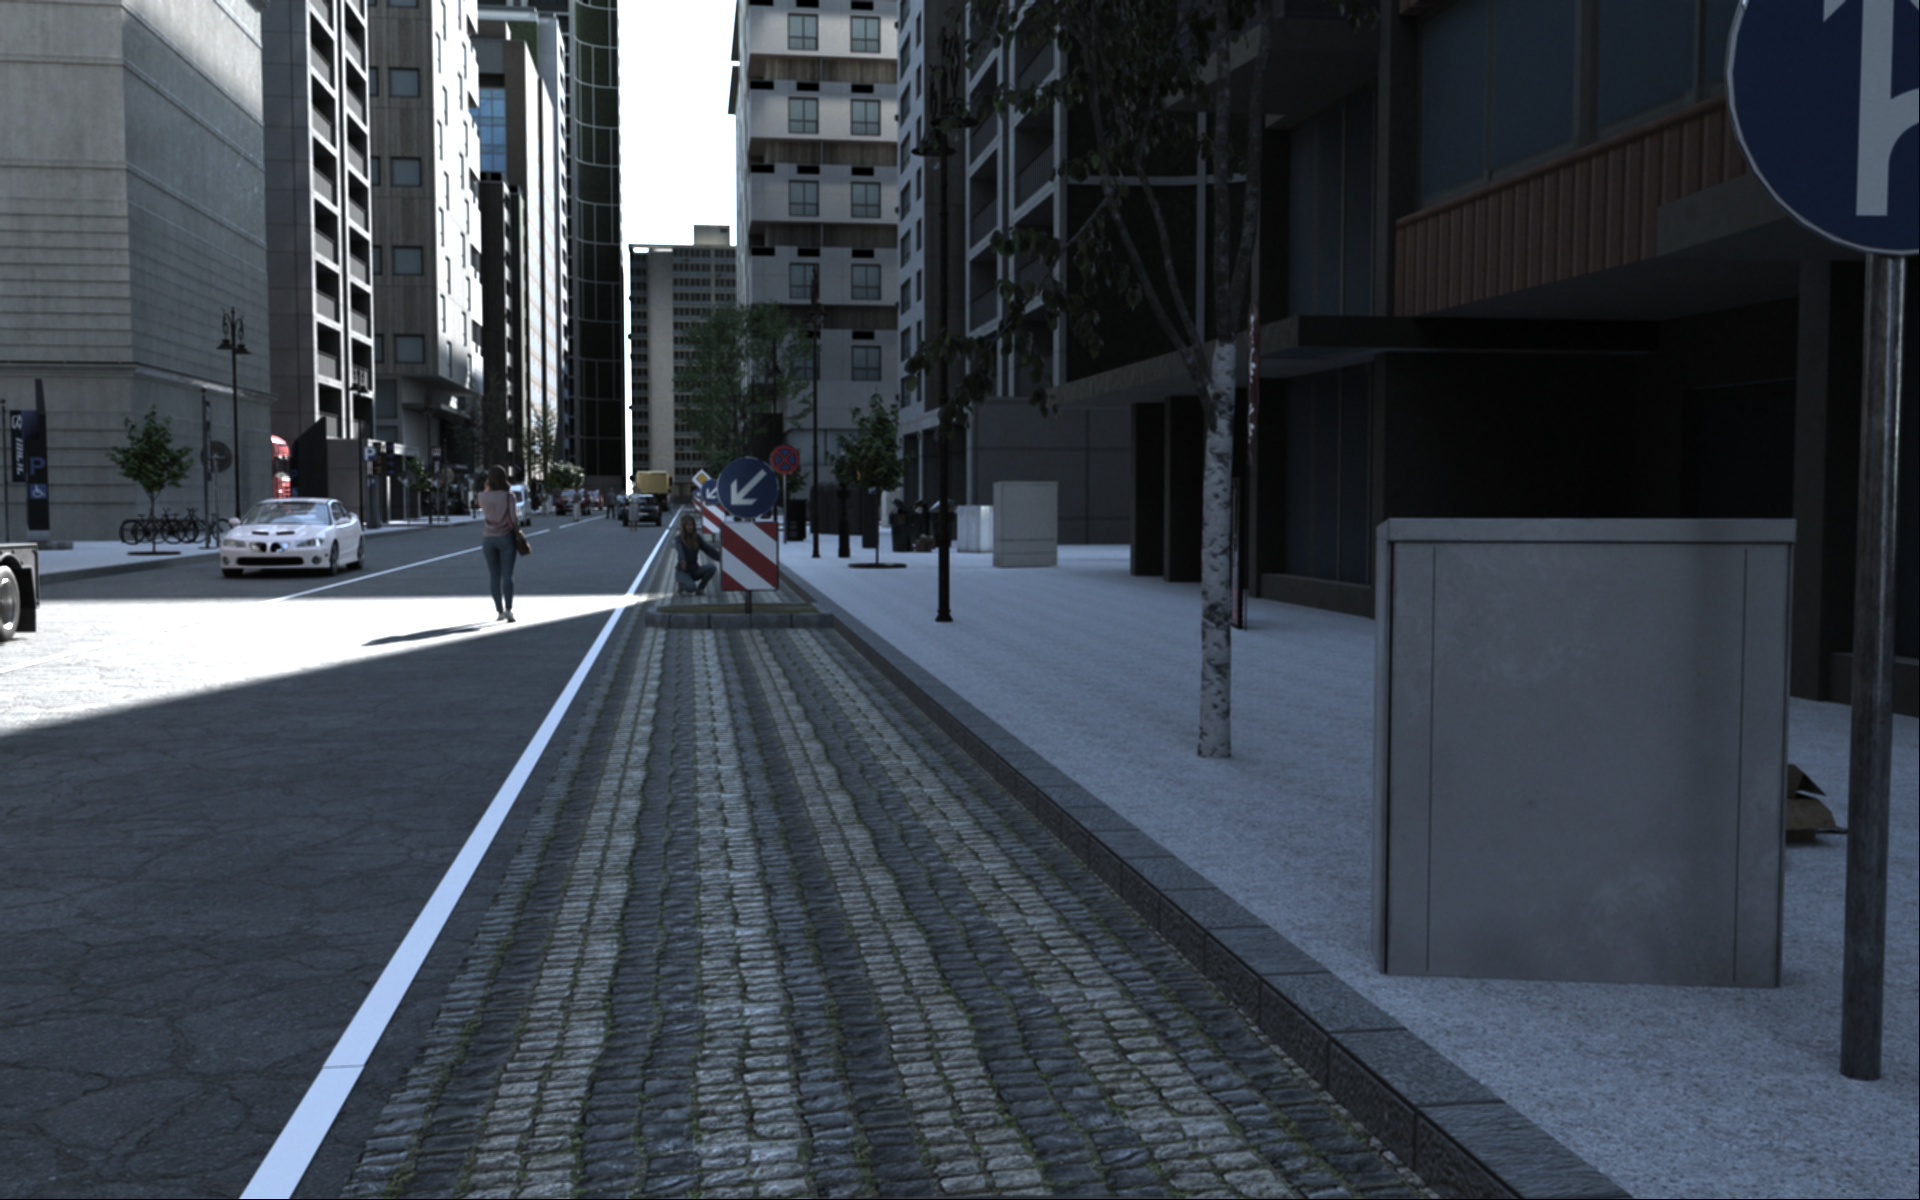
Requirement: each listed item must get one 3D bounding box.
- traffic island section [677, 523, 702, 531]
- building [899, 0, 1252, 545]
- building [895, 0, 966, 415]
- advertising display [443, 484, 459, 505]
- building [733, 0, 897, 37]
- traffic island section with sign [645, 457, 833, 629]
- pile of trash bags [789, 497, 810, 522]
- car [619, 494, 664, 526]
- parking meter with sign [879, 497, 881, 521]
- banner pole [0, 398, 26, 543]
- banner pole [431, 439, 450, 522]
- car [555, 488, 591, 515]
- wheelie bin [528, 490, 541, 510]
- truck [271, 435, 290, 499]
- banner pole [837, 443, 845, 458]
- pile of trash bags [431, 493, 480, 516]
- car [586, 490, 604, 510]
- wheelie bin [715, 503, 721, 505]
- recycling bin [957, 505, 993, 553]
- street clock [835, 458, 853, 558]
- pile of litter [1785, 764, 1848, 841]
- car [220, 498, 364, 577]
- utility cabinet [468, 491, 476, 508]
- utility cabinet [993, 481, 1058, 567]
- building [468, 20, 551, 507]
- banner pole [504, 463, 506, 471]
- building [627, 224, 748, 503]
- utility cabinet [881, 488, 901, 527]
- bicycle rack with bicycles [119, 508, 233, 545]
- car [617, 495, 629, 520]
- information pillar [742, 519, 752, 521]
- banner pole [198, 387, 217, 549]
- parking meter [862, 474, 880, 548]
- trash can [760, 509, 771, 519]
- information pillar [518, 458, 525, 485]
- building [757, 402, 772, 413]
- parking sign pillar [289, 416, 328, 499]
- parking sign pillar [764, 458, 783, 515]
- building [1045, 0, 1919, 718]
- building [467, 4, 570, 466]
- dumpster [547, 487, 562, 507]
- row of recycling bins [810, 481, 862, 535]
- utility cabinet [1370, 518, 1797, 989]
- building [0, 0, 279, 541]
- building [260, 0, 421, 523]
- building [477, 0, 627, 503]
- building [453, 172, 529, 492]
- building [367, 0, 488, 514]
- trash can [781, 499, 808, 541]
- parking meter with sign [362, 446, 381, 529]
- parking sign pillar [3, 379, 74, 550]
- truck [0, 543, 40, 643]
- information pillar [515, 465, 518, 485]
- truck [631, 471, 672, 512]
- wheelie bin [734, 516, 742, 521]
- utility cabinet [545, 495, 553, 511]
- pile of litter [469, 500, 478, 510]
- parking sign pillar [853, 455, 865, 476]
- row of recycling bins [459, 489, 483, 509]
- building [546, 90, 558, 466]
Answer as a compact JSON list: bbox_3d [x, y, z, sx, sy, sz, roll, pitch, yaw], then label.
[{"bbox_3d":[-10.183,-2.831,68.571,2.009,0.180,2.903,-1,4,-9],"label":"traffic island section"},{"bbox_3d":[9.671,-37.257,47.408,20.563,71.187,20.611,-1,4,-9],"label":"building"},{"bbox_3d":[4.391,-19.470,90.034,14.107,30.474,14.160,-1,4,-9],"label":"building"},{"bbox_3d":[-31.420,-6.219,106.888,0.974,1.923,0.123,0,4,3],"label":"advertising display"},{"bbox_3d":[-9.448,-36.384,184.123,28.713,52.752,27.495,-1,4,-9],"label":"building"},{"bbox_3d":[-2.478,-0.647,19.205,1.989,1.847,2.006,-1,4,-9],"label":"traffic island section with sign"},{"bbox_3d":[-6.719,-4.324,80.447,1.912,1.369,3.447,-2,4,-33],"label":"pile of trash bags"},{"bbox_3d":[-14.345,-4.178,78.104,2.009,1.686,4.222,-1,4,-10],"label":"car"},{"bbox_3d":[-4.109,-5.211,81.460,1.738,3.016,0.543,-3,5,-41],"label":"parking meter with sign"},{"bbox_3d":[-24.842,-3.394,45.516,0.863,3.779,0.401,-1,4,-14],"label":"banner pole"},{"bbox_3d":[-23.679,-5.439,78.946,0.863,3.779,0.401,0,3,0],"label":"banner pole"},{"bbox_3d":[-26.264,-6.670,117.735,2.281,1.827,5.304,0,4,-7],"label":"car"},{"bbox_3d":[-34.414,-8.095,140.267,0.980,1.594,0.693,0,4,-6],"label":"wheelie bin"},{"bbox_3d":[-31.638,-4.843,68.104,11.283,4.237,2.839,-1,4,-9],"label":"truck"},{"bbox_3d":[-5.312,-5.338,77.292,0.401,3.779,0.863,-2,4,-34],"label":"banner pole"},{"bbox_3d":[-29.976,-5.742,103.642,1.912,1.369,3.447,3,5,44],"label":"pile of trash bags"},{"bbox_3d":[-33.222,-9.003,155.879,2.281,1.827,5.304,-1,4,-10],"label":"car"},{"bbox_3d":[-20.022,-8.272,143.150,0.693,1.594,0.980,1,4,16],"label":"wheelie bin"},{"bbox_3d":[0.421,-1.563,38.115,0.722,1.027,0.722,-3,5,-44],"label":"recycling bin"},{"bbox_3d":[-2.346,-1.864,35.048,0.358,2.002,0.471,1,4,14],"label":"street clock"},{"bbox_3d":[2.674,0.460,6.441,1.719,0.858,1.176,-1,4,-10],"label":"pile of litter"},{"bbox_3d":[-12.085,-1.174,31.555,2.083,1.381,4.827,-1,4,-10],"label":"car"},{"bbox_3d":[-40.687,-8.272,143.931,1.173,1.500,0.318,3,4,36],"label":"utility cabinet"},{"bbox_3d":[1.144,-1.332,30.460,1.173,1.500,0.318,-2,4,-32],"label":"utility cabinet"},{"bbox_3d":[-48.276,-31.670,167.915,14.600,45.320,14.200,-1,4,-9],"label":"building"},{"bbox_3d":[-36.351,-9.085,138.549,0.401,3.779,0.863,-1,4,-19],"label":"banner pole"},{"bbox_3d":[-36.032,-34.269,252.182,23.993,40.220,32.217,-1,4,-9],"label":"building"},{"bbox_3d":[-2.473,-3.509,66.043,0.318,1.500,1.173,3,5,43],"label":"utility cabinet"},{"bbox_3d":[-20.604,-1.956,45.359,2.925,0.926,2.852,-2,4,-34],"label":"bicycle rack with bicycles"},{"bbox_3d":[-18.263,-5.208,97.146,2.014,1.417,4.499,-1,4,-8],"label":"car"},{"bbox_3d":[-8.269,-3.836,67.206,0.304,2.012,0.304,3,4,38],"label":"information pillar"},{"bbox_3d":[-17.716,-3.105,40.788,0.401,3.779,0.863,-1,4,-11],"label":"banner pole"},{"bbox_3d":[-2.107,-2.160,41.035,0.399,1.863,0.255,-1,4,-17],"label":"parking meter"},{"bbox_3d":[-10.178,-4.823,90.513,0.748,1.137,0.748,0,3,0],"label":"trash can"},{"bbox_3d":[-28.458,-7.435,112.921,0.183,3.616,0.504,0,4,5],"label":"information pillar"},{"bbox_3d":[-12.157,-23.943,163.167,14.160,30.474,14.107,-1,4,-9],"label":"building"},{"bbox_3d":[-22.384,-4.345,59.512,1.447,3.967,1.447,2,4,26],"label":"parking sign pillar"},{"bbox_3d":[-11.386,-7.095,104.476,1.447,3.967,1.447,-1,4,-18],"label":"parking sign pillar"},{"bbox_3d":[14.132,-22.050,15.150,22.147,44.769,28.867,-1,4,-9],"label":"building"},{"bbox_3d":[-61.681,-40.697,207.390,28.212,58.520,21.231,-1,4,-9],"label":"building"},{"bbox_3d":[-34.394,-8.647,147.141,1.264,1.857,1.865,-1,4,-9],"label":"dumpster"},{"bbox_3d":[-3.859,-2.960,55.516,1.069,1.692,3.534,-2,4,-28],"label":"row of recycling bins"},{"bbox_3d":[1.646,0.398,4.662,1.020,1.237,0.306,0,4,8],"label":"utility cabinet"},{"bbox_3d":[-44.908,-16.792,50.969,44.131,29.872,17.030,-1,4,-9],"label":"building"},{"bbox_3d":[-37.874,-39.453,83.307,20.563,71.187,20.611,-1,4,-9],"label":"building"},{"bbox_3d":[-57.850,-49.202,242.711,20.611,71.187,20.563,-1,4,-9],"label":"building"},{"bbox_3d":[-46.424,-23.389,154.104,14.160,30.474,14.107,-1,4,-9],"label":"building"},{"bbox_3d":[-47.544,-32.277,116.973,28.713,52.752,27.495,-1,4,-9],"label":"building"},{"bbox_3d":[-4.517,-2.185,47.382,0.748,1.137,0.748,0,3,0],"label":"trash can"},{"bbox_3d":[-21.710,-4.145,64.027,0.543,3.016,1.738,-1,4,-13],"label":"parking meter with sign"},{"bbox_3d":[-21.318,-3.149,39.957,1.447,3.967,1.447,-2,4,-30],"label":"parking sign pillar"},{"bbox_3d":[-8.712,-1.102,7.779,2.967,4.110,18.799,-1,4,-10],"label":"truck"},{"bbox_3d":[-35.669,-9.084,139.878,0.504,3.616,0.183,0,4,7],"label":"information pillar"},{"bbox_3d":[-25.791,-9.128,145.161,3.469,3.379,9.791,-1,4,-11],"label":"truck"},{"bbox_3d":[-9.861,-4.299,78.191,0.980,1.594,0.693,0,4,-6],"label":"wheelie bin"},{"bbox_3d":[-32.104,-7.570,134.927,0.306,1.237,1.020,1,4,14],"label":"utility cabinet"},{"bbox_3d":[-40.021,-7.803,141.537,1.176,0.858,1.719,3,5,42],"label":"pile of litter"},{"bbox_3d":[-6.169,-7.296,107.763,1.447,3.967,1.447,2,4,25],"label":"parking sign pillar"},{"bbox_3d":[-42.113,-8.541,146.755,3.534,1.692,1.069,0,4,-3],"label":"row of recycling bins"},{"bbox_3d":[-50.141,-32.544,182.207,14.600,45.320,14.200,-1,4,-9],"label":"building"}]
